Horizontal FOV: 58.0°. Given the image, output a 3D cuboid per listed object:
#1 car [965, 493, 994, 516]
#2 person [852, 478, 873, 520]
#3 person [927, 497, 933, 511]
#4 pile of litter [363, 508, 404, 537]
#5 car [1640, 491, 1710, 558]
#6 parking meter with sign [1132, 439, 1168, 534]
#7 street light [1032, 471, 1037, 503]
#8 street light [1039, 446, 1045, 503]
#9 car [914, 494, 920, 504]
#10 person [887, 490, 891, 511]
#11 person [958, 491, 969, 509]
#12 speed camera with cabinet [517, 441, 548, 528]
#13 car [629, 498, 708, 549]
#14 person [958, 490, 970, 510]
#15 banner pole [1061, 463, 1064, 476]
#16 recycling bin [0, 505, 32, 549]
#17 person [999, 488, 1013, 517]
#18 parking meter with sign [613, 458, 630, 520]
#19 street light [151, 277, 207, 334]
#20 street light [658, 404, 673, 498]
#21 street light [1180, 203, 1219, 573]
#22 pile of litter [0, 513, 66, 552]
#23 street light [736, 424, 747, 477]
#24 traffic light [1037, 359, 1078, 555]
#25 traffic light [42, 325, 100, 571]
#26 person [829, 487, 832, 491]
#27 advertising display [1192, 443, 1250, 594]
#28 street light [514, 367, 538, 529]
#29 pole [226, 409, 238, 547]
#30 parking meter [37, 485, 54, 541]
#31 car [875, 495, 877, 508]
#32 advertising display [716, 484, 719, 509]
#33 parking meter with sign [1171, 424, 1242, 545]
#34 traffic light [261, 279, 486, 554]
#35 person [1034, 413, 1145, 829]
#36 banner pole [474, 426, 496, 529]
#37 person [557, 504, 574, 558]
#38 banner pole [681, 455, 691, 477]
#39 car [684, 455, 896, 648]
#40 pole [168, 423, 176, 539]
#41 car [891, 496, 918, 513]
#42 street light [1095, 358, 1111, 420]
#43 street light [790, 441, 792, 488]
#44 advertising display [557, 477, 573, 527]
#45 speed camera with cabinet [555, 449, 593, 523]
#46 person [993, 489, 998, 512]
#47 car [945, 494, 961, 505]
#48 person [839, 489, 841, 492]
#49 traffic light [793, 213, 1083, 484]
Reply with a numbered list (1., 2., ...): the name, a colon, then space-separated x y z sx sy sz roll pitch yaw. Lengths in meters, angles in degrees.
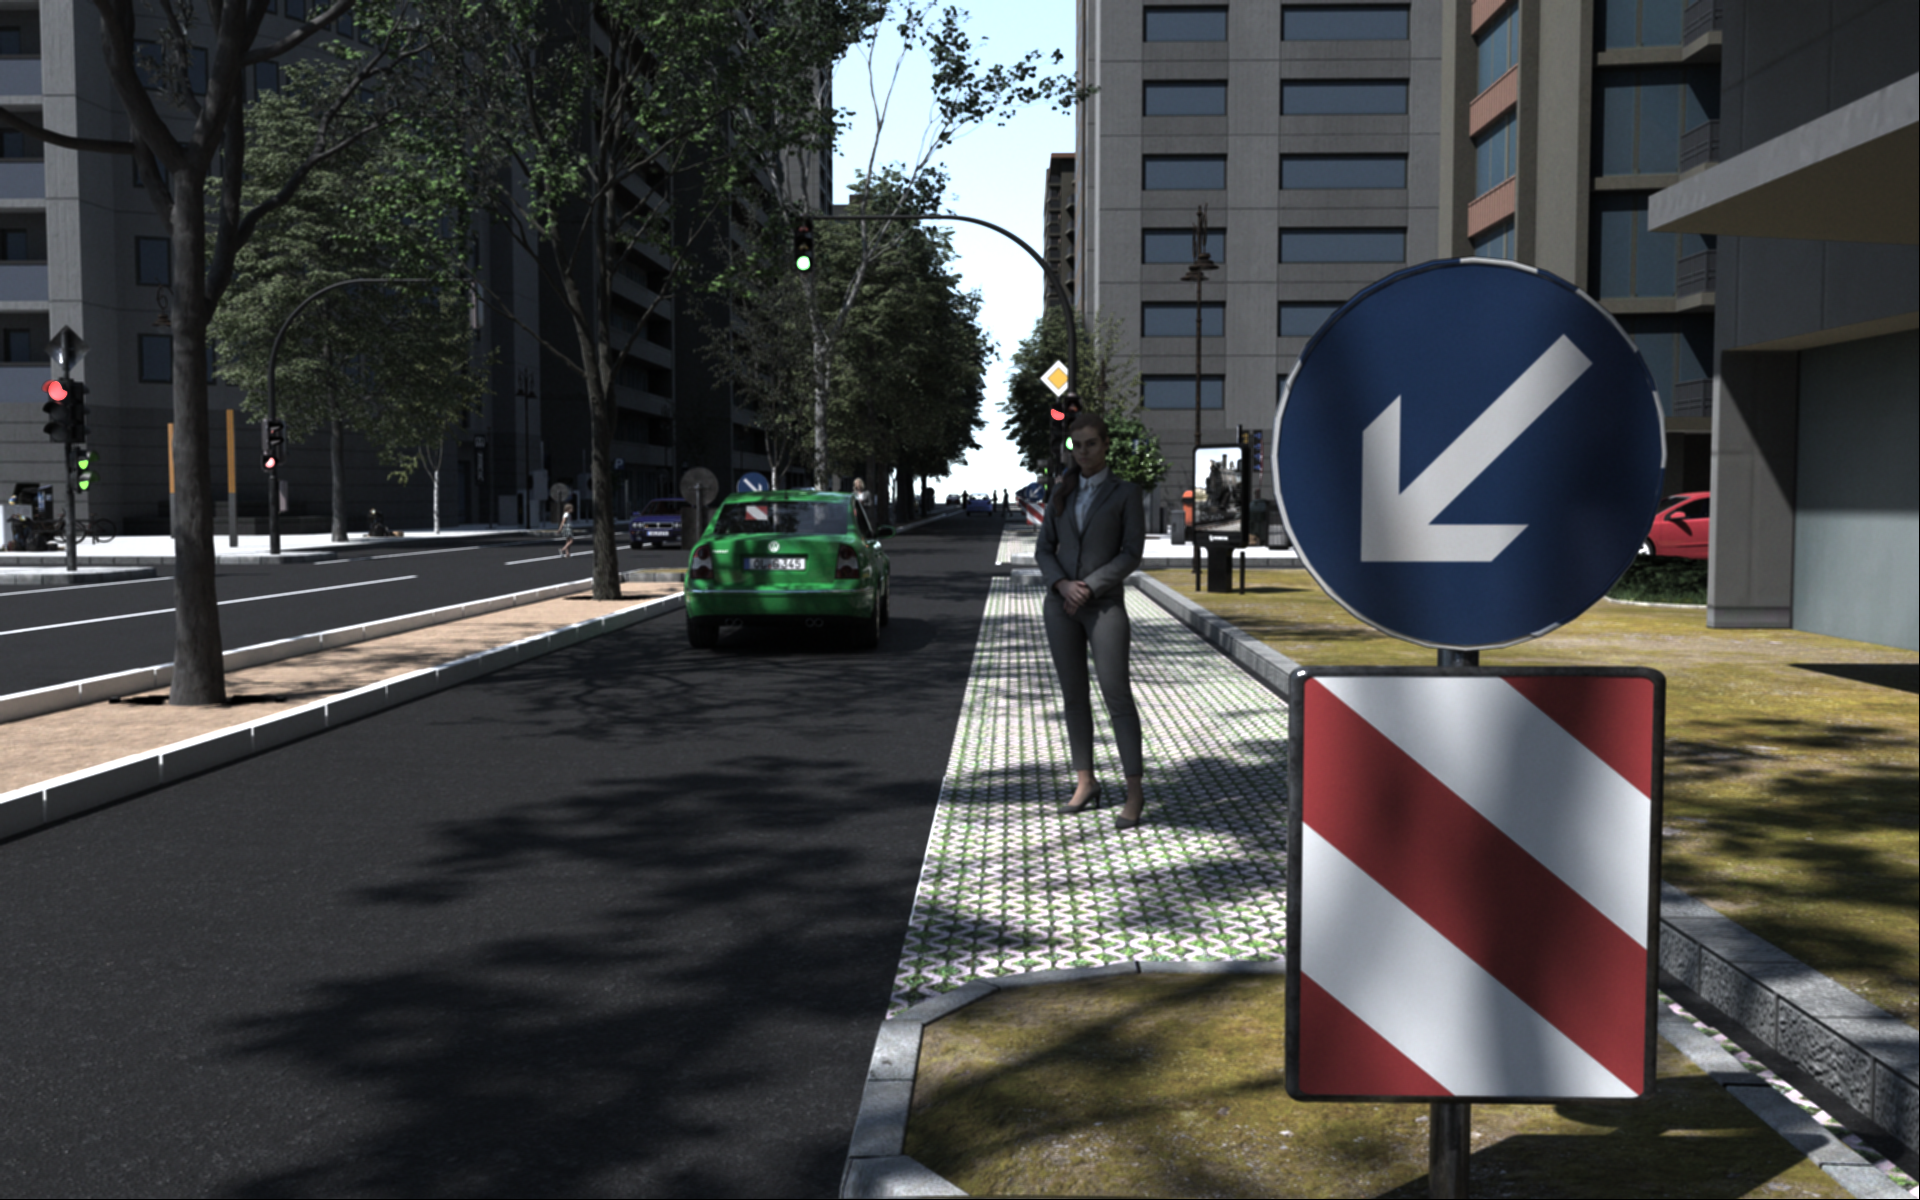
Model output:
1. car: 1.271 -6.419 114.539 1.945 1.707 3.694 0 4 1
2. person: -2.285 -1.909 39.893 0.537 1.800 0.526 1 4 9
3. person: -2.626 -8.557 148.425 0.705 1.822 1.348 -2 4 -31
4. pile of litter: -17.331 -2.331 52.072 1.176 0.858 1.719 -2 4 -23
5. car: 13.748 -1.442 32.611 4.494 1.783 2.155 0 4 3
6. parking meter with sign: 6.122 -3.619 55.424 0.543 3.016 1.738 2 4 30
7. street light: 9.661 -15.059 218.995 0.468 5.910 1.993 0 4 2
8. street light: 7.865 -11.548 161.594 0.468 5.910 1.993 0 4 2
9. car: -6.001 -13.347 228.006 2.009 1.686 4.222 0 4 0
10. person: -5.905 -8.206 143.390 0.721 1.743 1.217 1 4 14
11. person: 0.363 -9.563 165.380 1.217 1.766 0.721 1 4 14
12. speed camera with cabinet: -16.210 -4.357 65.579 0.660 3.252 2.038 -2 4 -32
13. car: -7.645 -2.056 46.193 1.945 1.354 3.894 0 4 2
14. person: 0.467 -8.890 153.808 1.348 1.831 0.705 1 4 15
15. banner pole: 5.342 -6.165 90.822 0.401 3.779 0.863 -1 4 -10
16. recycling bin: -22.254 -1.713 40.557 0.722 1.027 0.722 2 4 31
17. person: 2.934 -6.165 109.566 0.850 1.792 0.678 -1 4 -16
18. parking meter with sign: -16.528 -5.420 84.878 0.543 3.016 1.738 0 3 0
19. street light: -16.652 -3.932 37.071 0.468 5.910 1.993 0 4 2
20. street light: -15.085 -7.100 88.865 0.468 5.910 1.993 0 4 2
21. street light: 3.836 -3.369 27.878 0.468 5.910 1.993 0 4 2
22. pile of litter: -20.883 -1.521 38.830 1.719 0.858 1.176 2 4 25
23. street light: -14.321 -8.612 113.593 0.468 5.910 1.993 0 4 2
24. traffic light: 2.040 -2.897 36.285 0.839 4.253 0.868 0 4 2
25. traffic light: -14.804 -2.438 28.784 0.839 4.253 0.868 0 4 2
26. person: -7.846 -5.943 105.586 0.656 1.842 0.836 1 4 20
27. advertising display: 3.377 -1.055 22.461 0.123 1.923 0.974 -2 4 -33
28. street light: -15.730 -5.514 62.941 0.468 5.910 1.993 0 4 2
29. pole: -17.591 -2.937 41.857 0.158 3.312 0.155 0 3 0
30. parking meter: -24.988 -2.380 47.328 0.372 1.533 0.369 0 3 0
31. car: -7.789 -9.014 159.746 2.083 1.381 4.827 0 4 4
32. advertising display: -15.502 -6.455 110.760 0.123 1.923 0.974 0 4 -6
33. parking meter with sign: 6.199 -2.898 43.635 1.738 3.016 0.543 0 4 5
34. traffic light: -12.471 -3.796 36.738 4.771 5.953 1.251 0 4 2
35. person: 0.563 0.071 7.611 0.520 1.790 0.573 1 4 11
36. banner pole: -17.510 -4.510 63.755 0.401 3.779 0.863 3 5 44
37. person: -8.903 -1.566 39.124 0.382 1.210 0.505 -1 4 -10
38. banner pole: -17.620 -7.459 111.970 0.863 3.779 0.401 1 4 10
39. car: -1.648 -0.535 17.541 1.959 1.807 4.718 0 3 0
40. pole: -22.695 -3.432 49.965 0.158 3.312 0.155 0 3 0
41. car: -4.103 -7.349 130.376 2.015 1.641 3.980 0 4 3
42. street light: 4.850 -5.267 58.899 0.468 5.910 1.993 0 4 2
43. street light: -13.558 -10.170 139.062 0.468 5.910 1.993 0 4 2
44. advertising display: -15.439 -3.827 67.777 0.123 1.923 0.974 1 4 18
45. speed camera with cabinet: -16.875 -5.003 76.142 0.660 3.252 2.038 2 4 32
46. person: 2.883 -8.115 141.198 0.705 1.821 1.348 -1 4 -10
47. car: -0.840 -13.250 225.672 2.155 1.783 4.494 0 4 4
48. person: -9.664 -7.988 139.121 1.348 1.822 0.705 1 4 9
49. traffic light: -0.293 -3.276 28.224 4.771 5.953 1.251 0 4 2
